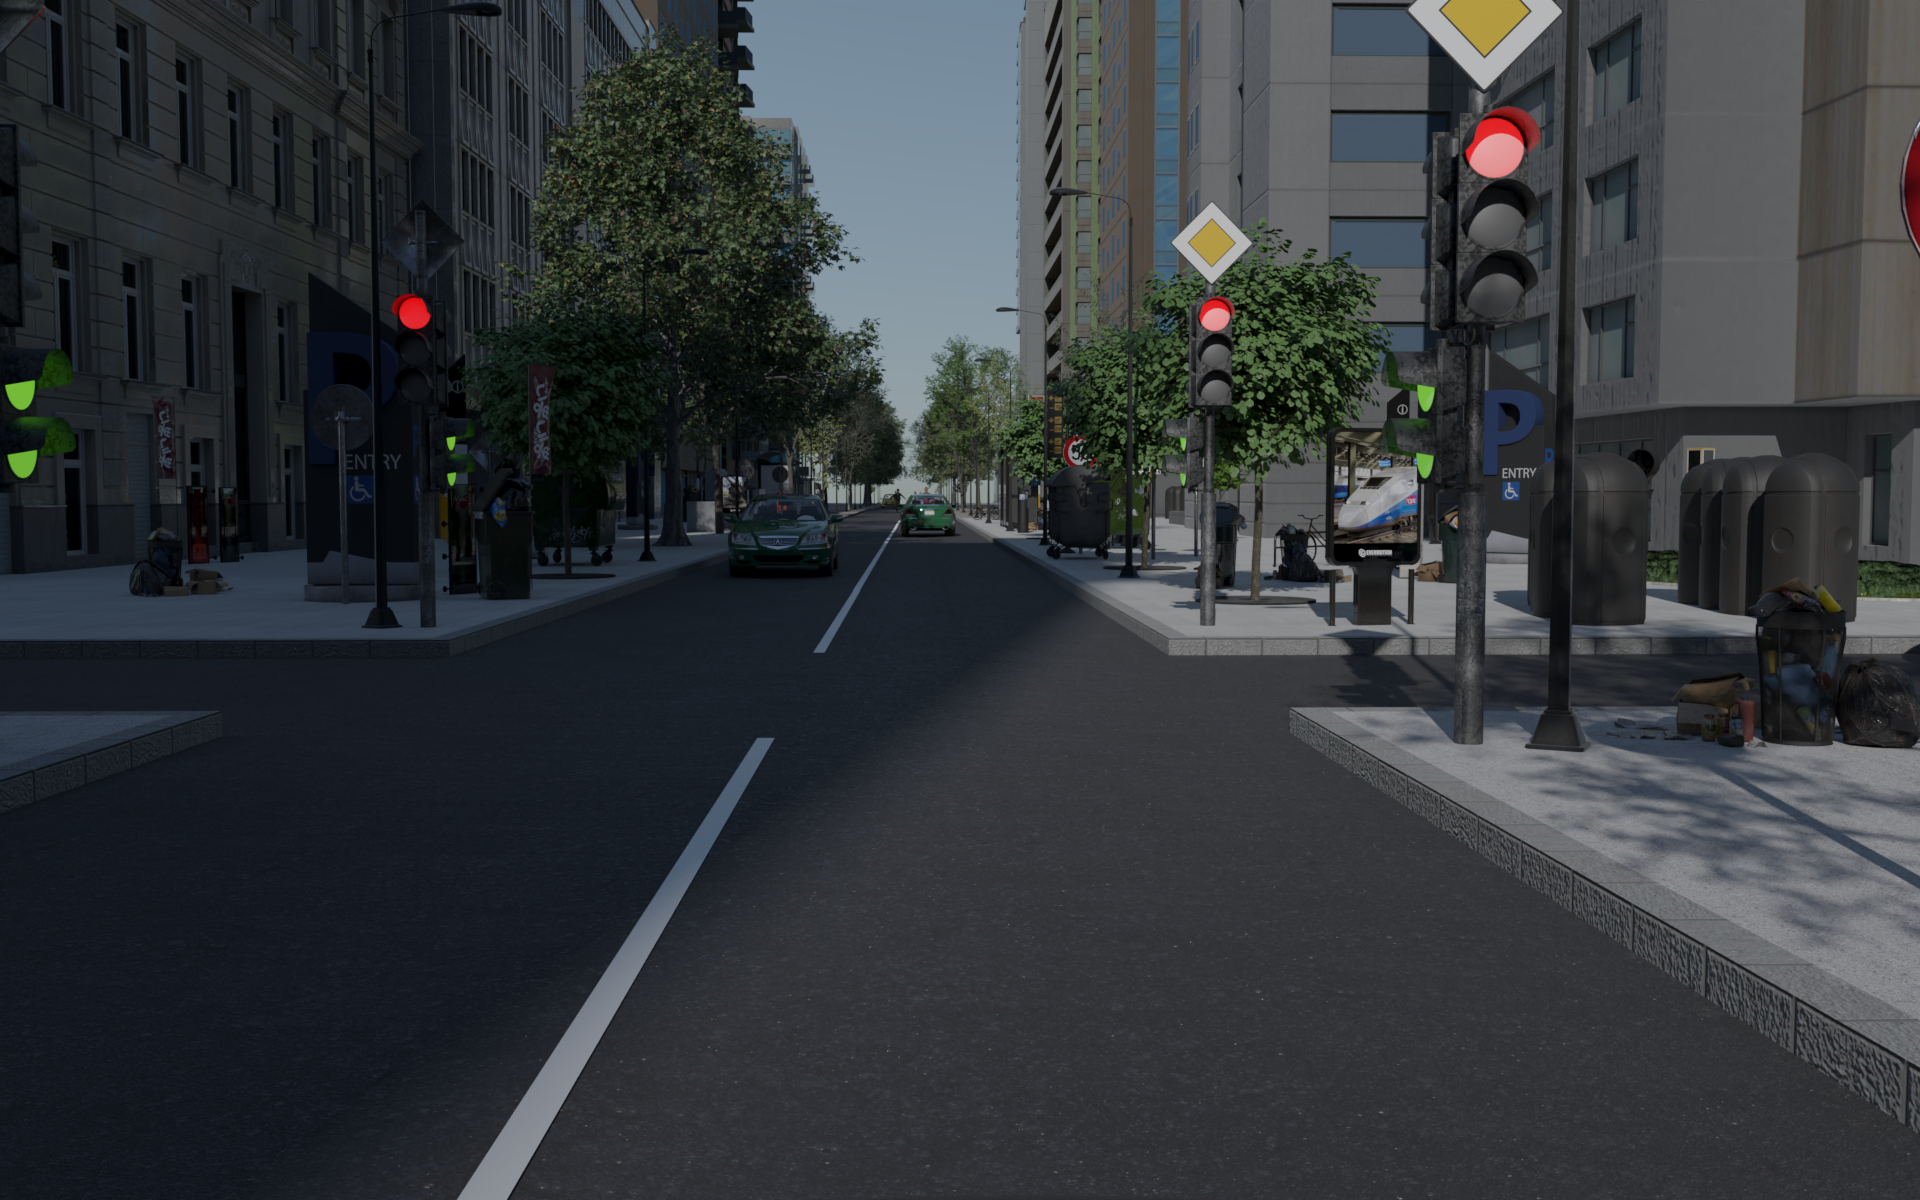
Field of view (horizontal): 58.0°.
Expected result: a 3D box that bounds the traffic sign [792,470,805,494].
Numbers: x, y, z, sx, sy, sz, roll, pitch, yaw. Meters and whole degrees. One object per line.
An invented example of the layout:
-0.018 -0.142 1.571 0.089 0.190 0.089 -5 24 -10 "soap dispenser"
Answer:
-8.697 -5.634 92.124 0.884 2.594 0.081 0 4 5 "traffic sign"

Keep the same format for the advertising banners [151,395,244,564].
-13.972 -2.176 31.763 0.090 3.025 2.074 1 4 21 "advertising banners"

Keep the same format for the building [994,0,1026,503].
16.453 -56.361 234.170 22.319 86.520 31.000 0 4 -1 "building"

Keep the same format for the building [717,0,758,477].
-27.591 -29.337 134.290 22.147 44.769 28.867 0 4 -1 "building"

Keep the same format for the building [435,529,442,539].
-20.703 -14.731 58.882 12.078 24.808 19.932 0 4 -1 "building"

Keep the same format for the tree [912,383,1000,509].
0.118 -12.829 144.160 8.767 10.594 7.601 -1 4 -20 "tree"

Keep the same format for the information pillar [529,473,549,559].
-8.305 -1.813 34.134 0.304 2.012 0.304 0 4 0 "information pillar"

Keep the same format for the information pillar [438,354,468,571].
-8.448 -2.296 28.901 0.504 3.616 0.183 -3 5 -39 "information pillar"

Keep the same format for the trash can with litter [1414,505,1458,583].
7.010 -0.838 25.092 0.624 1.170 1.055 -2 4 -32 "trash can with litter"

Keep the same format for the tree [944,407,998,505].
-0.479 -15.786 175.101 9.611 12.733 9.660 0 3 0 "tree"

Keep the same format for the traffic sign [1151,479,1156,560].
3.787 -2.064 33.858 0.768 2.556 0.104 0 4 6 "traffic sign"

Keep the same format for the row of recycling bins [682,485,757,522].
-10.930 -4.398 79.026 3.534 1.692 1.069 -1 4 -11 "row of recycling bins"

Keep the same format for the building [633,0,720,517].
-23.372 -28.268 112.292 14.600 45.320 14.200 0 4 -1 "building"

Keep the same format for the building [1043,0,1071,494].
18.589 -32.136 149.125 21.300 48.544 21.600 0 4 -1 "building"

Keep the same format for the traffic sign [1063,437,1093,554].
2.583 -2.256 36.990 0.768 2.556 0.104 0 4 4 "traffic sign"

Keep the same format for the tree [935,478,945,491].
-2.446 -17.808 241.515 4.360 8.622 3.978 0 3 0 "tree"

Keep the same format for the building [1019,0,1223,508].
17.581 -40.565 205.241 21.231 58.520 28.212 0 4 -1 "building"

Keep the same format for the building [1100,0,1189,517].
16.015 -27.695 102.924 14.600 45.320 14.200 0 4 -1 "building"

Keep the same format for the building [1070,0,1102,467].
15.240 -27.392 131.449 14.154 41.232 14.086 0 4 -1 "building"

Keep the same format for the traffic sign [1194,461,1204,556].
4.853 -2.167 35.544 0.768 2.556 0.104 0 4 2 "traffic sign"

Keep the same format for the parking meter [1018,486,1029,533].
2.083 -2.980 57.126 0.372 1.533 0.369 0 3 0 "parking meter"

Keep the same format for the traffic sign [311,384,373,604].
-7.170 -1.225 20.135 0.768 2.556 0.104 0 4 3 "traffic sign"

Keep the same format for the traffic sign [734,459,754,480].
-7.948 -3.894 63.768 0.768 2.556 0.104 0 4 4 "traffic sign"

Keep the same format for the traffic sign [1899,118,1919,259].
3.079 -0.302 5.038 0.768 2.556 0.104 0 4 3 "traffic sign"

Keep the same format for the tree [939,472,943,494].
-2.648 -19.415 227.806 12.009 13.543 11.850 0 3 0 "tree"

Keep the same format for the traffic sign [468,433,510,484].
-8.342 -1.808 30.750 0.795 2.450 0.064 0 4 6 "traffic sign"

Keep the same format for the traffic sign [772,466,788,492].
-8.159 -4.797 78.545 0.768 2.556 0.104 1 4 8 "traffic sign"

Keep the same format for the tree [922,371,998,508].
-0.029 -14.696 158.408 7.486 12.596 7.792 0 3 0 "tree"

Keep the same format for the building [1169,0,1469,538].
18.972 -31.842 62.620 21.231 58.520 28.212 0 4 -1 "building"

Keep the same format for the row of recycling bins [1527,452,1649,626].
6.602 -0.695 18.477 1.069 1.692 3.534 1 4 13 "row of recycling bins"

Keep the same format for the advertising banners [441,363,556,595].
-6.010 -1.625 22.751 0.090 3.025 2.074 2 4 30 "advertising banners"

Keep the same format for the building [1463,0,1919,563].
19.132 -21.425 33.889 14.086 41.232 14.154 0 4 -1 "building"

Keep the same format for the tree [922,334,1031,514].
1.066 -11.457 113.070 9.928 11.665 9.643 0 3 0 "tree"

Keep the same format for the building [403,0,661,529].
-21.227 -15.948 78.770 12.078 24.808 19.932 0 4 -1 "building"

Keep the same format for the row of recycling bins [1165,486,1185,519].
11.490 -4.959 88.194 1.069 1.692 3.534 -1 4 -21 "row of recycling bins"

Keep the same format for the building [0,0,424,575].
-20.846 -14.621 36.317 12.463 27.353 25.104 0 4 -1 "building"

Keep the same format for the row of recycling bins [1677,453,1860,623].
8.686 -0.717 18.834 1.069 1.692 3.534 0 4 6 "row of recycling bins"

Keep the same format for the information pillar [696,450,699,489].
-13.845 -6.122 91.444 0.183 3.616 0.504 -1 4 -17 "information pillar"

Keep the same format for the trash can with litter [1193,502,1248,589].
3.570 -0.761 23.835 0.624 1.170 1.055 1 4 18 "trash can with litter"

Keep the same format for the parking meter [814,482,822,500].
-6.753 -4.687 82.344 0.399 1.863 0.255 0 4 1 "parking meter"

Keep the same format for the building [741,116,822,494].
-30.088 -36.844 222.009 23.786 49.044 30.456 0 4 -1 "building"

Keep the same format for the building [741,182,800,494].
-34.406 -30.721 194.166 32.217 40.220 23.993 0 4 -1 "building"

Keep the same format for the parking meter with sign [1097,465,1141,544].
4.111 -2.994 45.214 0.543 3.016 1.738 -2 4 -32 "parking meter with sign"
